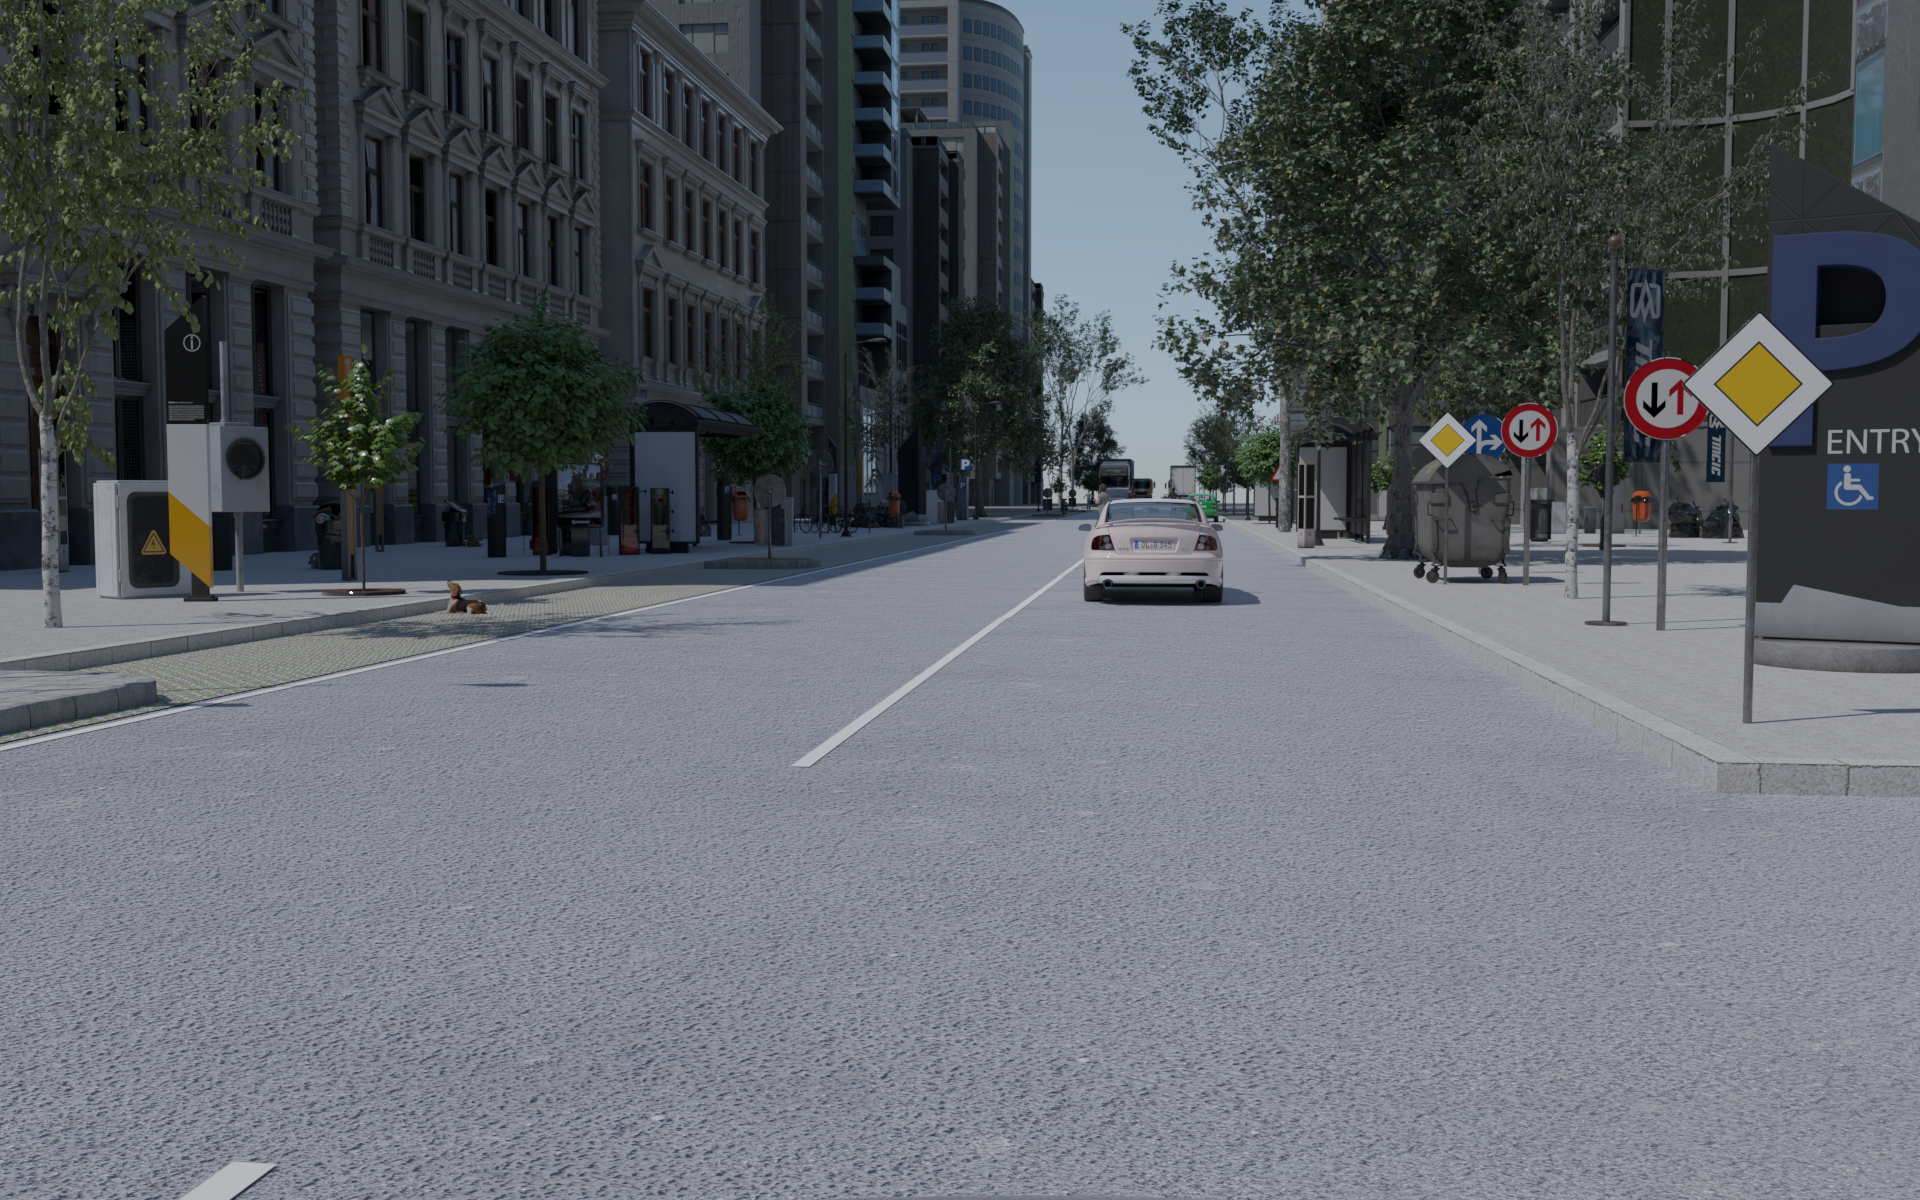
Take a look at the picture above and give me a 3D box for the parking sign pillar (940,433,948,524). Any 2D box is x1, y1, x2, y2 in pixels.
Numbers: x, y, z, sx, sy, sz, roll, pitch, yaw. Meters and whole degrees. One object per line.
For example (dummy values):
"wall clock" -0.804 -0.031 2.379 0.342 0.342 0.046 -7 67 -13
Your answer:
"parking sign pillar" -1.001 -5.347 75.887 1.447 3.967 1.447 0 4 -1

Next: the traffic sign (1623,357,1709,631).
"traffic sign" 6.593 -0.985 16.217 0.768 2.556 0.104 1 4 13

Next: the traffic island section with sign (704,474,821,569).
"traffic island section with sign" -3.780 -1.539 33.788 1.989 1.847 2.006 0 4 7

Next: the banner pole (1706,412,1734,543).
"banner pole" 19.872 -3.372 45.146 0.863 3.779 0.401 1 4 11

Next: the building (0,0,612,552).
"building" -18.163 -13.532 50.133 11.050 23.489 19.941 0 4 7

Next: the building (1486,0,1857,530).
"building" 32.250 -38.299 64.440 20.563 71.187 20.611 0 4 7

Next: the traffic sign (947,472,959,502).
"traffic sign" -0.325 -4.795 80.532 0.606 2.300 0.079 1 4 12

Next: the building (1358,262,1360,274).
"building" 33.232 -20.998 115.010 14.160 30.474 14.107 0 4 7

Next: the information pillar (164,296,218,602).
"information pillar" -9.150 -1.788 20.582 0.504 3.616 0.183 0 4 -1

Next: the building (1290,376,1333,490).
"building" 42.533 -30.855 188.080 14.154 41.232 14.086 0 4 7

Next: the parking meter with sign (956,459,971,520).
"parking meter with sign" 0.155 -5.453 85.417 0.543 3.016 1.738 1 4 9

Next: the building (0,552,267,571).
"building" -20.484 -12.323 30.364 11.050 23.489 19.941 0 4 7

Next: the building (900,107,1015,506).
"building" -1.815 -30.672 185.077 14.154 41.232 14.086 0 4 7

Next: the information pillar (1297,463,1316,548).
"information pillar" 8.207 -2.234 41.010 0.304 2.012 0.304 -2 4 -23

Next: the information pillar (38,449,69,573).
"information pillar" -14.754 -1.450 28.199 0.304 2.012 0.304 0 4 -1

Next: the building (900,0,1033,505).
"building" -3.097 -40.669 206.929 21.231 58.520 28.212 0 4 7

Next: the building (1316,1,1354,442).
"building" 42.463 -33.335 134.262 28.713 52.752 27.495 0 4 7

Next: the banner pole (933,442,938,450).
"banner pole" -1.141 -5.710 83.382 0.401 3.779 0.863 -2 4 -26

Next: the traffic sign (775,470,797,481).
"traffic sign" -5.005 -2.980 48.732 0.884 2.594 0.081 1 4 15

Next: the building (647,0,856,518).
"building" -13.917 -25.167 95.076 14.154 41.232 14.086 0 4 7

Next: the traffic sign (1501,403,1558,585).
"traffic sign" 7.952 -1.477 24.261 0.768 2.556 0.104 1 4 9

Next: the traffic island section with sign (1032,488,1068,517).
"traffic island section with sign" 5.621 -6.200 109.999 1.989 1.847 2.006 0 4 7

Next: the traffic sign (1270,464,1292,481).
"traffic sign" 12.840 -4.236 69.264 0.884 2.594 0.081 1 4 12

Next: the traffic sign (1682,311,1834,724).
"traffic sign" 4.400 -0.366 9.623 0.795 2.450 0.064 0 4 7

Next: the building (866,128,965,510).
"building" -7.343 -22.548 140.359 14.160 30.474 14.107 0 4 7

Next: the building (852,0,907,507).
"building" -15.082 -49.189 116.917 22.319 86.520 31.000 0 4 7

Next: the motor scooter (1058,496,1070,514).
"motor scooter" 7.392 -6.725 122.733 0.815 1.314 1.986 1 4 9

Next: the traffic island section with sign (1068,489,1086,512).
"traffic island section with sign" 8.967 -7.859 137.119 1.989 1.847 2.006 0 4 7

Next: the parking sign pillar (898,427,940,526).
"parking sign pillar" -1.942 -4.997 70.173 1.447 3.967 1.447 -3 5 -42

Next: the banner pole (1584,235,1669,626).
"banner pole" 6.555 -1.648 16.956 0.863 3.779 0.401 -1 4 -20

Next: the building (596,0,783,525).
"building" -15.174 -14.330 70.456 11.583 22.565 21.152 0 4 7

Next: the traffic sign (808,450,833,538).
"traffic sign" -4.070 -3.075 50.390 0.768 2.556 0.104 1 4 10

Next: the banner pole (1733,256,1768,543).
"banner pole" 7.697 -1.614 16.398 0.401 3.779 0.863 3 4 37

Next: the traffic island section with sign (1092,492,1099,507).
"traffic island section with sign" 15.692 -11.196 191.677 1.989 1.847 2.006 0 4 7

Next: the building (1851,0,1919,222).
"building" 30.427 -24.767 24.545 30.456 49.044 23.786 0 4 7

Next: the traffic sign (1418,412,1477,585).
"traffic sign" 6.871 -1.424 24.466 0.795 2.450 0.064 1 4 14

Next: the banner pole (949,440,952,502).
"banner pole" -0.452 -5.488 79.738 0.401 3.779 0.863 0 4 3

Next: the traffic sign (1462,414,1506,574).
"traffic sign" 8.355 -1.688 27.709 0.768 2.556 0.104 1 4 17

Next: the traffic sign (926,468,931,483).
"traffic sign" -1.747 -5.018 82.150 0.768 2.556 0.104 1 4 9

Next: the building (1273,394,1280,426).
"building" 52.388 -36.986 224.331 23.786 49.044 30.456 0 4 7

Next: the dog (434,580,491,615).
"dog" -5.899 -0.022 20.561 0.550 0.427 0.748 -2 4 -33

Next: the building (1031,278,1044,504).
"building" 3.551 -27.944 228.588 14.160 30.474 14.107 0 4 7

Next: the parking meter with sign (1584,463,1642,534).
"parking meter with sign" 21.073 -3.645 55.855 1.738 3.016 0.543 1 4 15

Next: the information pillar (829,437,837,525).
"information pillar" -5.200 -4.856 70.756 0.183 3.616 0.504 -3 4 -39

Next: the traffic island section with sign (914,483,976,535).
"traffic island section with sign" -0.483 -3.175 60.542 1.989 1.847 2.006 0 4 7
